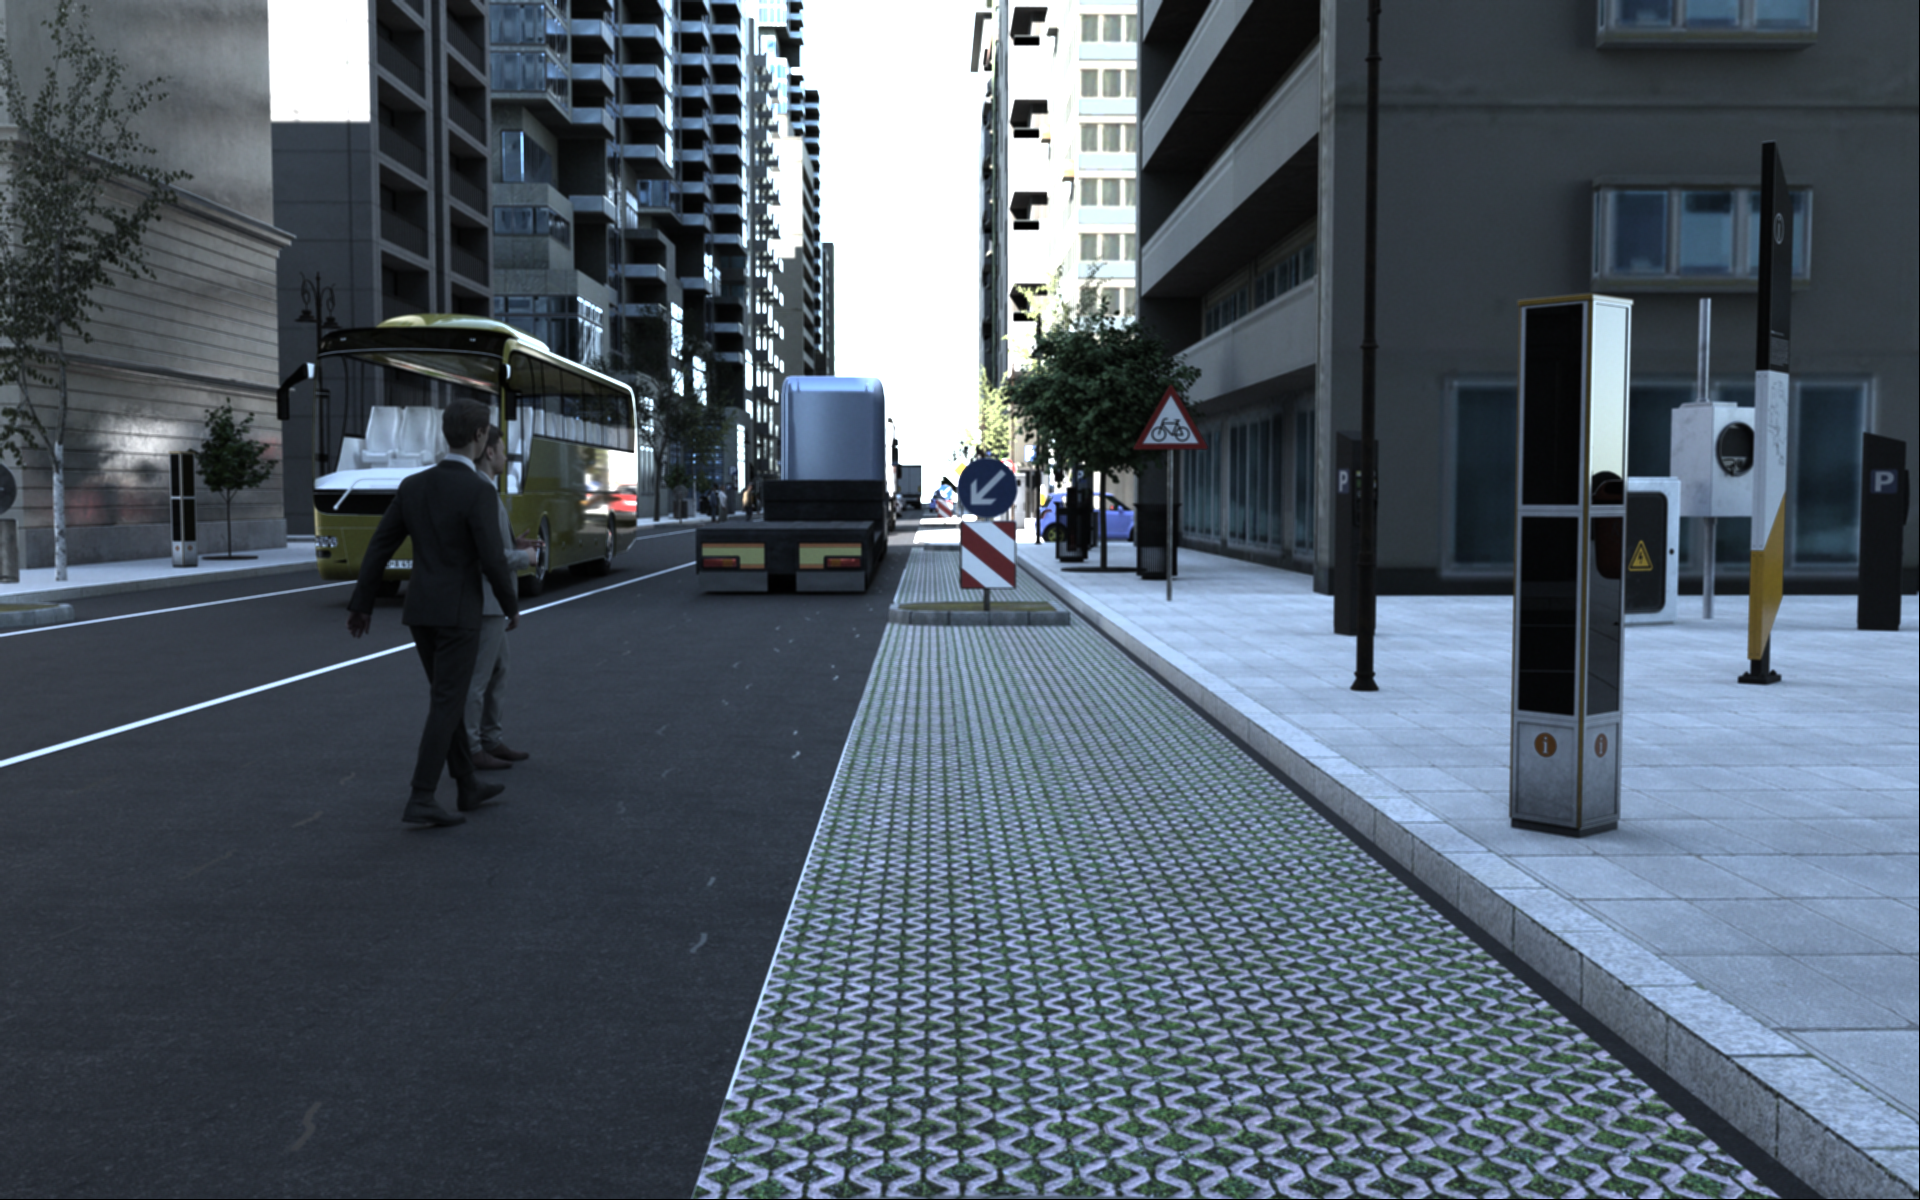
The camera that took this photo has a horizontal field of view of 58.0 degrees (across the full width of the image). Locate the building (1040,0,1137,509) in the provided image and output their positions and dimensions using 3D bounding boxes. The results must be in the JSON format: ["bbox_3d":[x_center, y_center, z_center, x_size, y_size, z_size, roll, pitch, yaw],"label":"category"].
[{"bbox_3d":[15.797,-23.156,70.490,23.993,40.220,32.217,0,4,-1],"label":"building"}]

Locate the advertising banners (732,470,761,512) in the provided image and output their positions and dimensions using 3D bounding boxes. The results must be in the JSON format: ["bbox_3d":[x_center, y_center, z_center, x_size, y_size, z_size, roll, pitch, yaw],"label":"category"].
[{"bbox_3d":[-15.240,-7.775,123.308,2.074,3.025,0.090,0,4,0],"label":"advertising banners"}]

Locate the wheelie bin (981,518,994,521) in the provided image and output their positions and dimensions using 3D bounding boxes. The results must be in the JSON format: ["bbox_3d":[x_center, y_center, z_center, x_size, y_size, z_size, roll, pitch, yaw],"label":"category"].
[{"bbox_3d":[1.350,-4.500,81.487,0.980,1.594,0.693,0,4,3],"label":"wheelie bin"}]

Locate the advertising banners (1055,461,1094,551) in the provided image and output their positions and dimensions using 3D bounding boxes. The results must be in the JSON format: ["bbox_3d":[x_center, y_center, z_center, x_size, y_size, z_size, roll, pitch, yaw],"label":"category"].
[{"bbox_3d":[2.534,-2.613,38.916,0.090,3.025,2.074,2,4,29],"label":"advertising banners"}]

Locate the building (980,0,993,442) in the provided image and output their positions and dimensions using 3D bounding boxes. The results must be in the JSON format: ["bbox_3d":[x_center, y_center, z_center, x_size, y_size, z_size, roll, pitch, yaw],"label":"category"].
[{"bbox_3d":[11.248,-49.669,250.344,20.563,71.187,20.611,0,4,-1],"label":"building"}]

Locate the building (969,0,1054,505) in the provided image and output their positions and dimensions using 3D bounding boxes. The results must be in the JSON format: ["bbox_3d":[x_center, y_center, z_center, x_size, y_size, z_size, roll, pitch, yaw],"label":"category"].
[{"bbox_3d":[15.655,-36.576,187.260,28.713,52.752,27.495,0,4,-1],"label":"building"}]

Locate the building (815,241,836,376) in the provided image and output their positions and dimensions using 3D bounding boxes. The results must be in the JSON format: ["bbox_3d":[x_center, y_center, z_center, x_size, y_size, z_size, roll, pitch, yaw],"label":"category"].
[{"bbox_3d":[-26.941,-36.038,272.810,14.154,41.232,14.086,0,4,-1],"label":"building"}]

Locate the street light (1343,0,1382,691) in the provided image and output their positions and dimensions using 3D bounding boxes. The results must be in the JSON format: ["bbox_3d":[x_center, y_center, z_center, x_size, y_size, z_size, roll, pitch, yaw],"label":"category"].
[{"bbox_3d":[2.651,-2.348,11.171,0.468,5.910,1.993,0,4,-1],"label":"street light"}]

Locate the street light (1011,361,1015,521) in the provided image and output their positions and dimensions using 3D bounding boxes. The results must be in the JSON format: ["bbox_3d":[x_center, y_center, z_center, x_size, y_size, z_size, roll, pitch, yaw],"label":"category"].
[{"bbox_3d":[1.831,-5.342,60.126,0.468,5.910,1.993,0,4,-1],"label":"street light"}]

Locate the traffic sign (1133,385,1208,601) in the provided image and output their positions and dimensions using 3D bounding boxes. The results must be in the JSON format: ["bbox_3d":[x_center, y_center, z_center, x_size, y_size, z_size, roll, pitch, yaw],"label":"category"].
[{"bbox_3d":[2.511,-1.267,20.714,0.884,2.594,0.081,0,4,2],"label":"traffic sign"}]

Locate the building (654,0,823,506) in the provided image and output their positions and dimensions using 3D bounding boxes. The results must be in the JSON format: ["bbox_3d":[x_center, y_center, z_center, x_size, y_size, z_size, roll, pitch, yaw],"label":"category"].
[{"bbox_3d":[-29.772,-57.259,248.850,22.319,86.520,31.000,0,4,-1],"label":"building"}]

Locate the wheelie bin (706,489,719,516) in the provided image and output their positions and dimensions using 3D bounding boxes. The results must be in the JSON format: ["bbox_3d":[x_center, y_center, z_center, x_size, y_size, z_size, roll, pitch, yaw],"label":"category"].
[{"bbox_3d":[-14.319,-5.670,100.614,0.693,1.594,0.980,1,4,13],"label":"wheelie bin"}]

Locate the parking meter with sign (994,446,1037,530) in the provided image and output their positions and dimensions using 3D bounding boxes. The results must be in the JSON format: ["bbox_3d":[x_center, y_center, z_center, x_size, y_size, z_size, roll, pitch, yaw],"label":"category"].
[{"bbox_3d":[1.957,-4.022,62.019,1.738,3.016,0.543,-3,5,-42],"label":"parking meter with sign"}]

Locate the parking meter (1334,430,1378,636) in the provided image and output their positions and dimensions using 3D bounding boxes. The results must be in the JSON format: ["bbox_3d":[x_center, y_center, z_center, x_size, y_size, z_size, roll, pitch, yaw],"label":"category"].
[{"bbox_3d":[3.606,-0.615,15.767,0.255,1.863,0.399,-1,4,-15],"label":"parking meter"}]

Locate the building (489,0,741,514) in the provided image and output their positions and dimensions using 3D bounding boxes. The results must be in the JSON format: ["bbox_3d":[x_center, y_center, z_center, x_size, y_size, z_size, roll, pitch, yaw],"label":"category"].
[{"bbox_3d":[-27.935,-50.659,140.954,22.319,86.520,31.000,0,4,-1],"label":"building"}]

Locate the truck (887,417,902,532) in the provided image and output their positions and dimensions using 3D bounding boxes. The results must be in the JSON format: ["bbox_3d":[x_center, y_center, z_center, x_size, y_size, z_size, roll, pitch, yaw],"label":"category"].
[{"bbox_3d":[-3.784,-4.868,68.508,2.839,4.237,11.283,0,4,-1],"label":"truck"}]

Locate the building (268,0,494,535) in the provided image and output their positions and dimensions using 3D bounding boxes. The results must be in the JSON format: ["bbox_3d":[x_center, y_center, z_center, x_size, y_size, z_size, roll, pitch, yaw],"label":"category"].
[{"bbox_3d":[-26.332,-38.155,62.091,20.563,71.187,20.611,0,4,-1],"label":"building"}]

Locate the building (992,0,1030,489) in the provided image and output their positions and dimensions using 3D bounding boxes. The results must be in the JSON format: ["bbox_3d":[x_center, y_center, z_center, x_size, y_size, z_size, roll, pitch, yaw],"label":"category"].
[{"bbox_3d":[9.539,-27.785,137.878,14.154,41.232,14.086,0,4,-1],"label":"building"}]

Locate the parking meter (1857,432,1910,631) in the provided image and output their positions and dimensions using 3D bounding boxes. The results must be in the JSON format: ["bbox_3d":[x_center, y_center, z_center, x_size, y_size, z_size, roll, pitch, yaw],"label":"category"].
[{"bbox_3d":[8.705,-0.648,16.311,0.399,1.863,0.255,2,4,29],"label":"parking meter"}]

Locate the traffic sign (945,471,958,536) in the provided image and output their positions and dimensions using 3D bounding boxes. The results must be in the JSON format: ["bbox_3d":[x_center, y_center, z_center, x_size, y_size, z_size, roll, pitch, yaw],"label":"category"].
[{"bbox_3d":[-0.081,-2.997,52.649,0.795,2.450,0.064,0,4,-1],"label":"traffic sign"}]

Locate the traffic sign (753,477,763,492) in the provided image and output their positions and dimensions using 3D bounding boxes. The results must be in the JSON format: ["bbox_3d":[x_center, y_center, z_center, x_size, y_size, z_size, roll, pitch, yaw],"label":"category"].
[{"bbox_3d":[-14.691,-7.693,125.894,0.768,2.556,0.104,0,4,0],"label":"traffic sign"}]

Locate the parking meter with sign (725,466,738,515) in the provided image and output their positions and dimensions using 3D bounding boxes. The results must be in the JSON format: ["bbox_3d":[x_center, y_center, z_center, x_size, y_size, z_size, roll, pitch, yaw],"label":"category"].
[{"bbox_3d":[-14.370,-6.843,108.142,0.543,3.016,1.738,1,4,8],"label":"parking meter with sign"}]

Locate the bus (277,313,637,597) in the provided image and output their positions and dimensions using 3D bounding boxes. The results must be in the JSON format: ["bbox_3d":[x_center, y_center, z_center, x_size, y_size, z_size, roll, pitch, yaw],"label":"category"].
[{"bbox_3d":[-7.216,-2.192,27.387,2.896,3.916,12.252,0,4,-3],"label":"bus"}]

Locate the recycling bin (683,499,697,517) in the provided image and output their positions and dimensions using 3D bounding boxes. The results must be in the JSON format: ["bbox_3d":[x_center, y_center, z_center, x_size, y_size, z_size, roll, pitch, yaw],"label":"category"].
[{"bbox_3d":[-15.239,-5.203,97.629,0.722,1.027,0.722,0,4,-4],"label":"recycling bin"}]

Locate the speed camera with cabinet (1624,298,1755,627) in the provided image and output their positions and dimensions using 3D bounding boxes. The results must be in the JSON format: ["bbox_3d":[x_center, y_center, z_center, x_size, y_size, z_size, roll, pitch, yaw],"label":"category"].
[{"bbox_3d":[6.989,-1.397,17.173,2.038,3.252,0.660,-2,4,-24],"label":"speed camera with cabinet"}]

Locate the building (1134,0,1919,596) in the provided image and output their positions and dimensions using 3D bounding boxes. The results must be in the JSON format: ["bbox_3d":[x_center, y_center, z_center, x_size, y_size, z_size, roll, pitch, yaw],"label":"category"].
[{"bbox_3d":[15.118,-24.913,31.036,21.300,48.544,21.600,0,4,-1],"label":"building"}]

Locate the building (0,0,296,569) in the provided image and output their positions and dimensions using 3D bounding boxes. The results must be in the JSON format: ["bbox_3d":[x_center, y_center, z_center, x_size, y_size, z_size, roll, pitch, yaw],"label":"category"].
[{"bbox_3d":[-32.927,-13.219,35.217,34.723,24.649,14.460,0,4,-1],"label":"building"}]

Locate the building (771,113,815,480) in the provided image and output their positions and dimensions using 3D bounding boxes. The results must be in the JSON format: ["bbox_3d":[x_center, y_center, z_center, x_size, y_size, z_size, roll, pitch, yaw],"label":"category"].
[{"bbox_3d":[-30.178,-36.700,223.748,21.300,48.544,21.600,0,4,-1],"label":"building"}]

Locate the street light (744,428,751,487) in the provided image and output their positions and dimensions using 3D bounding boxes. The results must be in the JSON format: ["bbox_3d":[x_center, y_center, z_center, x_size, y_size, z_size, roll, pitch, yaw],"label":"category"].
[{"bbox_3d":[-14.896,-9.069,121.071,0.468,5.910,1.993,0,4,-1],"label":"street light"}]

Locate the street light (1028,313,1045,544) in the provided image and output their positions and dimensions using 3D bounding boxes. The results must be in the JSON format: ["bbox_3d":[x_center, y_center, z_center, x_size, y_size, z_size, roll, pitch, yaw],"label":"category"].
[{"bbox_3d":[2.004,-4.374,44.297,0.468,5.910,1.993,0,4,-1],"label":"street light"}]

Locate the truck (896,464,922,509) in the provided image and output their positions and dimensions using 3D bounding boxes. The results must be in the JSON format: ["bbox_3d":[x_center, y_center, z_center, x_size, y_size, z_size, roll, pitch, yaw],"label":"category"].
[{"bbox_3d":[-5.013,-11.016,169.018,2.839,4.237,11.283,0,4,-2],"label":"truck"}]

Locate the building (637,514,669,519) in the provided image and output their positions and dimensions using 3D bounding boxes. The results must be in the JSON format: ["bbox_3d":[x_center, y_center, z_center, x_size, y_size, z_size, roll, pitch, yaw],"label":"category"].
[{"bbox_3d":[-28.264,-48.359,103.335,22.319,86.520,31.000,0,4,-1],"label":"building"}]

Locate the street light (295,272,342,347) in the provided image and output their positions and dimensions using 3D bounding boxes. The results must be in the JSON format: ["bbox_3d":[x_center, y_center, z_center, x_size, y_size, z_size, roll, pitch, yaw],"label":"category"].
[{"bbox_3d":[-13.345,-3.877,36.178,0.468,5.910,1.993,0,4,-1],"label":"street light"}]

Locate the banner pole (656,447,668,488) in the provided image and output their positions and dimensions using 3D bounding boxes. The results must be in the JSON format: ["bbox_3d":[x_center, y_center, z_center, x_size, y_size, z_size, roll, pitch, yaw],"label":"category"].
[{"bbox_3d":[-15.819,-6.220,91.711,0.863,3.779,0.401,-3,5,-43],"label":"banner pole"}]

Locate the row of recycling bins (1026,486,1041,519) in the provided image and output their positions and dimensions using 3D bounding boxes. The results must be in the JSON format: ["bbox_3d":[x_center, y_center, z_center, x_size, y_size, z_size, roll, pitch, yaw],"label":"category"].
[{"bbox_3d":[2.848,-5.070,90.004,3.534,1.692,1.069,1,4,18],"label":"row of recycling bins"}]

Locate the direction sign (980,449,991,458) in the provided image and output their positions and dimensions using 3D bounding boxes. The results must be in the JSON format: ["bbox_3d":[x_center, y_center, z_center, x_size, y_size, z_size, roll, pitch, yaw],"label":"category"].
[{"bbox_3d":[1.231,-5.840,87.485,0.876,3.537,0.379,-3,5,-39],"label":"direction sign"}]

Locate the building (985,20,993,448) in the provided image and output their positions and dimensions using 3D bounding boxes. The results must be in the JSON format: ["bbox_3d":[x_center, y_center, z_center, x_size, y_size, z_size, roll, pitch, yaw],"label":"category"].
[{"bbox_3d":[13.554,-30.866,159.278,22.147,44.769,28.867,0,4,-1],"label":"building"}]

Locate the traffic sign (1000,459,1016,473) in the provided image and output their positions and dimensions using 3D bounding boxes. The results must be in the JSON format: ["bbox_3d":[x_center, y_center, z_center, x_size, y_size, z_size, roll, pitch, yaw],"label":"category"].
[{"bbox_3d":[1.669,-3.842,62.926,0.768,2.556,0.104,1,4,9],"label":"traffic sign"}]

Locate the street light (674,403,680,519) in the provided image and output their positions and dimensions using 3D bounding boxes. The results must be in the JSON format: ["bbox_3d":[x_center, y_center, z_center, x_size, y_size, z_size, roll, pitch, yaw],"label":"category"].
[{"bbox_3d":[-14.258,-7.007,87.349,0.468,5.910,1.993,0,4,-1],"label":"street light"}]

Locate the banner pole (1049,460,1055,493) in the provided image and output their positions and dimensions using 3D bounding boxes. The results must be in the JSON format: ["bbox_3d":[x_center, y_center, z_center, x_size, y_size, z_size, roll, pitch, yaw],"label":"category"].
[{"bbox_3d":[5.074,-6.601,97.944,0.863,3.779,0.401,1,4,14],"label":"banner pole"}]

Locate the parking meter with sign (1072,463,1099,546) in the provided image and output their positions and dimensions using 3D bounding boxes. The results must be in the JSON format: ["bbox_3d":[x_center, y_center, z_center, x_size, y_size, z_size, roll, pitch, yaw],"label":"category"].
[{"bbox_3d":[2.987,-2.787,41.832,0.543,3.016,1.738,1,4,16],"label":"parking meter with sign"}]

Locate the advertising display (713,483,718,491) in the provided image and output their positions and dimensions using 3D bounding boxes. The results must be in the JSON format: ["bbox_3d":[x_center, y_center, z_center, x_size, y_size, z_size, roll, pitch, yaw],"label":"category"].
[{"bbox_3d":[-14.723,-6.073,104.506,0.123,1.923,0.974,-1,4,-19],"label":"advertising display"}]

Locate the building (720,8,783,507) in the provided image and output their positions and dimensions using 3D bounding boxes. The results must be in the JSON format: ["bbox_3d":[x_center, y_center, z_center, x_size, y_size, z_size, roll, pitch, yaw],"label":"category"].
[{"bbox_3d":[-29.569,-33.865,173.302,23.786,49.044,30.456,0,4,-1],"label":"building"}]

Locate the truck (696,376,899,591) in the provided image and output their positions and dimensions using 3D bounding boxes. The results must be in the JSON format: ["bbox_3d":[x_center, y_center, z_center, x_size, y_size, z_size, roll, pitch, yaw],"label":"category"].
[{"bbox_3d":[-2.755,-2.690,33.748,2.967,4.110,18.799,0,4,-1],"label":"truck"}]

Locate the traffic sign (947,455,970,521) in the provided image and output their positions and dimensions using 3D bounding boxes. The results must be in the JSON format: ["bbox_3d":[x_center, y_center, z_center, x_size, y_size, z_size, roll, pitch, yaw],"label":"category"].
[{"bbox_3d":[0.055,-2.509,44.665,0.795,2.450,0.064,0,4,-1],"label":"traffic sign"}]
